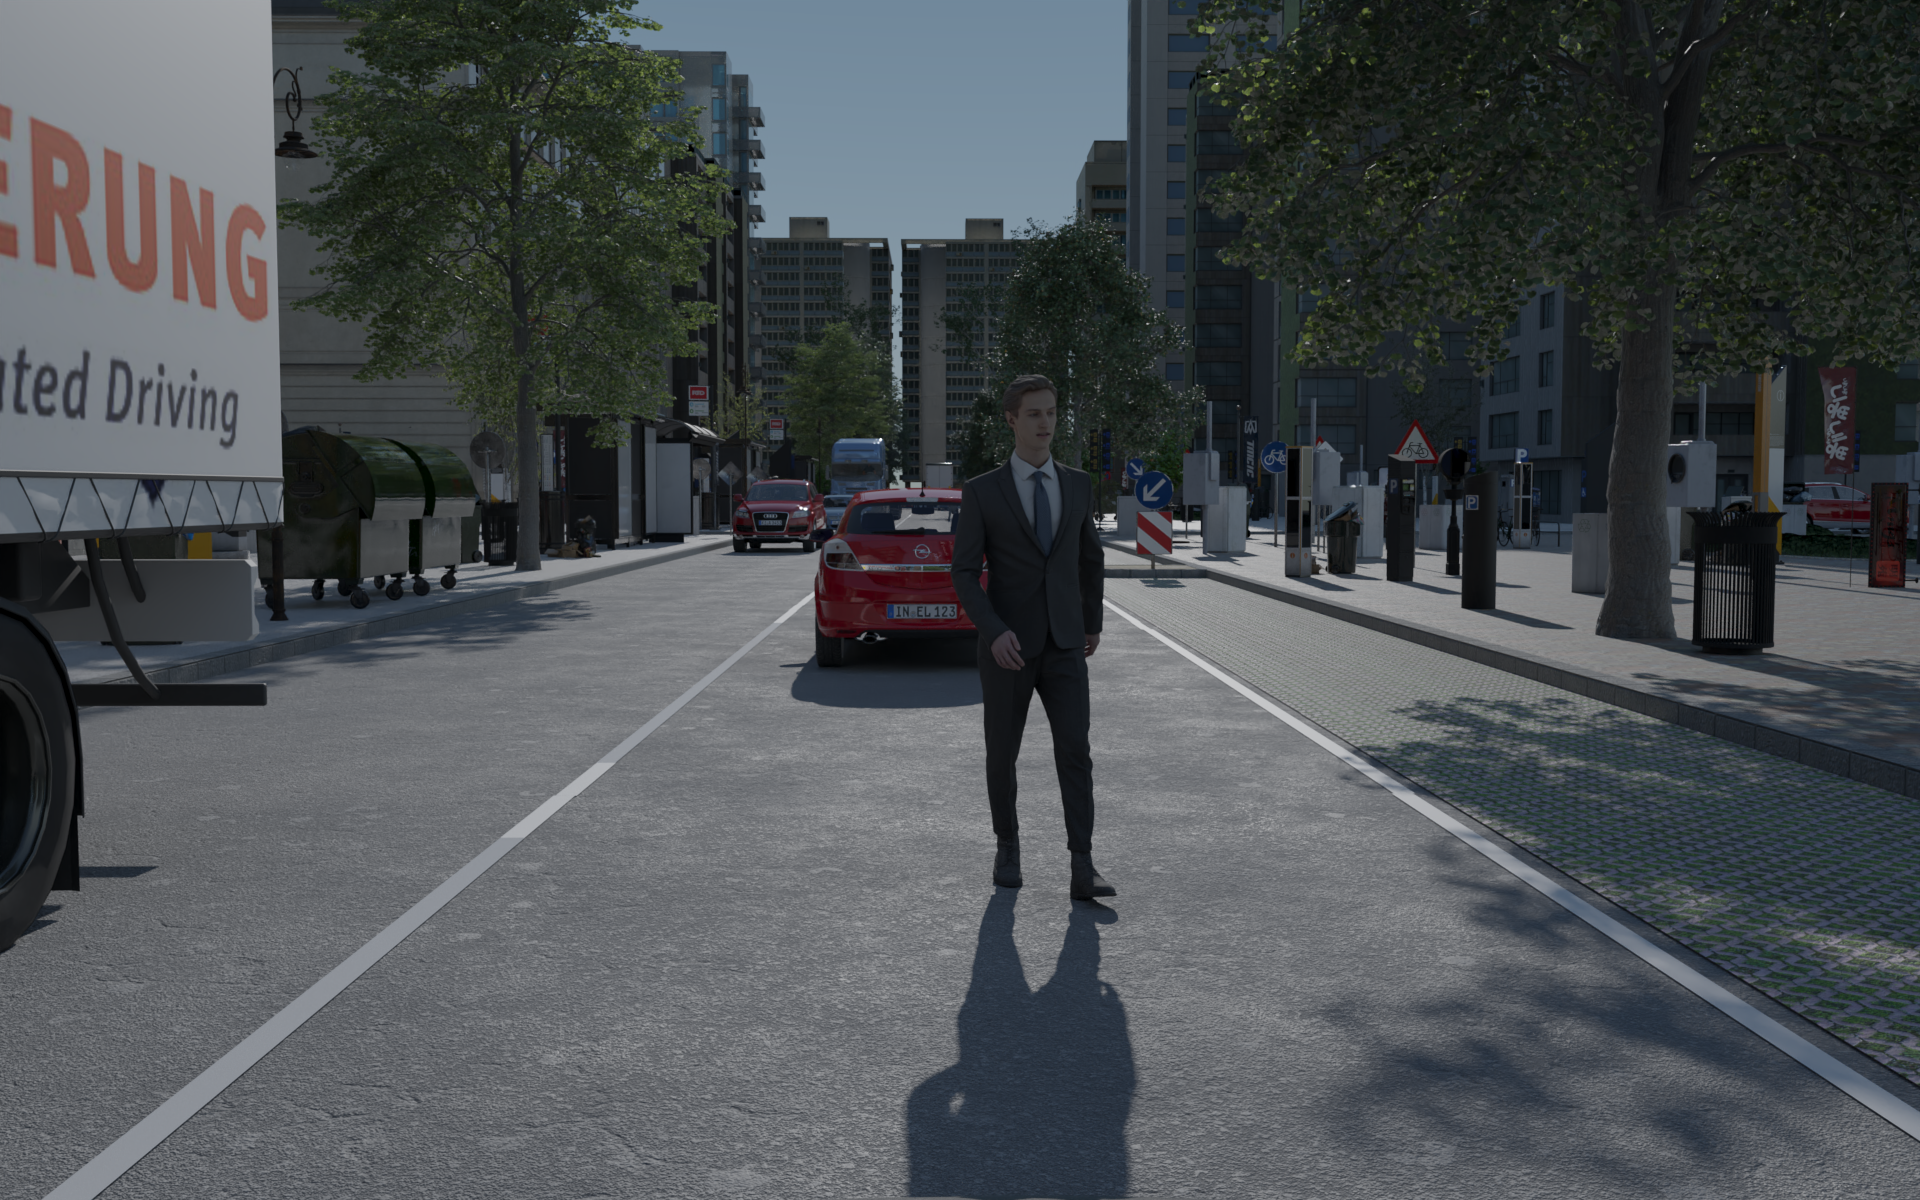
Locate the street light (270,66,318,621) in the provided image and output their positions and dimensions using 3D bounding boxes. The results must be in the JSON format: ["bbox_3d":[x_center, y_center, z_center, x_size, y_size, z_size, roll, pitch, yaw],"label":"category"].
[{"bbox_3d":[-6.909,-2.728,17.397,0.468,5.910,1.993,0,4,-1],"label":"street light"}]

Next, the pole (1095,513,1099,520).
[{"bbox_3d":[6.731,-5.584,85.134,0.158,3.312,0.155,0,3,0],"label":"pole"}]

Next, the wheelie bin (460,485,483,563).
[{"bbox_3d":[-9.321,-1.489,32.255,0.980,1.594,0.693,2,4,28],"label":"wheelie bin"}]

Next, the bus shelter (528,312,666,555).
[{"bbox_3d":[-8.711,-3.870,40.914,2.179,5.291,8.768,0,4,-1],"label":"bus shelter"}]

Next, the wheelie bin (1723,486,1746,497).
[{"bbox_3d":[30.018,-3.620,67.097,0.693,1.594,0.980,-2,4,-33],"label":"wheelie bin"}]

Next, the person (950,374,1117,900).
[{"bbox_3d":[0.303,0.128,6.187,0.659,1.850,0.755,-1,4,-16],"label":"person"}]

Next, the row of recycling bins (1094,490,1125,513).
[{"bbox_3d":[9.613,-6.684,116.396,3.534,1.692,1.069,-2,4,-31],"label":"row of recycling bins"}]

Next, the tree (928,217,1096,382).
[{"bbox_3d":[4.064,-16.241,121.433,12.611,20.169,13.585,0,3,0],"label":"tree"}]

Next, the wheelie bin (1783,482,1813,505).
[{"bbox_3d":[21.803,-2.293,45.393,0.980,1.594,0.693,2,4,26],"label":"wheelie bin"}]

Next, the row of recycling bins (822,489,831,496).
[{"bbox_3d":[-9.446,-6.807,118.409,3.534,1.692,1.069,3,5,45],"label":"row of recycling bins"}]

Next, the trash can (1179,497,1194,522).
[{"bbox_3d":[10.391,-4.135,79.257,0.748,1.137,0.748,0,3,0],"label":"trash can"}]

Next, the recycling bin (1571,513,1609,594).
[{"bbox_3d":[8.443,-0.609,22.516,0.722,1.027,0.722,3,5,44],"label":"recycling bin"}]

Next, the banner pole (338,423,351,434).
[{"bbox_3d":[-21.628,-4.336,60.910,0.401,3.779,0.863,1,4,14],"label":"banner pole"}]

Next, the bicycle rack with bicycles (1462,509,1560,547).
[{"bbox_3d":[13.540,-1.802,42.844,2.852,0.926,2.925,0,4,-2],"label":"bicycle rack with bicycles"}]

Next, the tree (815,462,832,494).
[{"bbox_3d":[-8.338,-6.735,104.726,1.663,3.219,1.824,0,3,0],"label":"tree"}]

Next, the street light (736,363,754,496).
[{"bbox_3d":[-7.549,-5.397,61.031,0.468,5.910,1.993,0,4,-1],"label":"street light"}]

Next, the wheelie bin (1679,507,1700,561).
[{"bbox_3d":[14.001,-1.571,33.586,0.693,1.594,0.980,2,4,34],"label":"wheelie bin"}]

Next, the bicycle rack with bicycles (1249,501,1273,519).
[{"bbox_3d":[14.672,-4.586,88.366,2.925,0.926,2.852,-1,4,-21],"label":"bicycle rack with bicycles"}]

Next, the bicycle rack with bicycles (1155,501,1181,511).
[{"bbox_3d":[12.779,-5.493,103.187,2.925,0.926,2.852,0,4,5],"label":"bicycle rack with bicycles"}]

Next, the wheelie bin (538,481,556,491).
[{"bbox_3d":[-10.442,-2.170,43.385,0.693,1.594,0.980,0,4,1],"label":"wheelie bin"}]

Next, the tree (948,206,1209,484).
[{"bbox_3d":[4.766,-9.326,69.486,9.611,12.733,9.660,0,3,0],"label":"tree"}]

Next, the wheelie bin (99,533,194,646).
[{"bbox_3d":[-7.027,-0.425,14.863,0.980,1.594,0.693,-1,4,-14],"label":"wheelie bin"}]

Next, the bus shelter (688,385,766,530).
[{"bbox_3d":[-8.948,-5.436,66.514,2.179,5.291,8.768,0,4,-1],"label":"bus shelter"}]

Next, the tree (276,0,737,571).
[{"bbox_3d":[-7.628,-6.786,29.071,7.486,12.596,7.792,0,3,0],"label":"tree"}]

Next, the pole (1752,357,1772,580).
[{"bbox_3d":[11.940,-1.955,25.811,0.158,3.312,0.155,0,3,0],"label":"pole"}]

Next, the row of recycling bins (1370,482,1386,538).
[{"bbox_3d":[12.846,-2.772,52.439,1.069,1.692,3.534,1,4,12],"label":"row of recycling bins"}]

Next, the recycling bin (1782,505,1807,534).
[{"bbox_3d":[19.398,-1.728,40.809,0.722,1.027,0.722,-1,4,-13],"label":"recycling bin"}]

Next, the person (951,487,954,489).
[{"bbox_3d":[-0.416,-5.126,92.411,0.767,1.812,0.694,2,4,28],"label":"person"}]

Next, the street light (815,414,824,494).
[{"bbox_3d":[-8.116,-7.796,100.246,0.468,5.910,1.993,0,4,-1],"label":"street light"}]

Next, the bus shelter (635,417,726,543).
[{"bbox_3d":[-7.879,-3.327,48.328,2.014,3.302,5.546,0,4,-1],"label":"bus shelter"}]

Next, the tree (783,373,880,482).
[{"bbox_3d":[-9.060,-11.565,123.505,7.601,10.594,8.767,-2,4,-35],"label":"tree"}]

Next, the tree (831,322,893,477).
[{"bbox_3d":[-8.238,-11.951,113.532,7.486,12.596,7.792,0,3,0],"label":"tree"}]

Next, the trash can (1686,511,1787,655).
[{"bbox_3d":[6.244,-0.141,13.967,0.748,1.137,0.748,0,3,0],"label":"trash can"}]

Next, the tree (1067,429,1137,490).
[{"bbox_3d":[5.490,-5.825,78.949,4.285,4.588,4.351,0,3,0],"label":"tree"}]

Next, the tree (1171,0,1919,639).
[{"bbox_3d":[6.231,-6.644,15.279,9.857,13.997,8.962,0,3,0],"label":"tree"}]

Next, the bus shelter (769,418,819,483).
[{"bbox_3d":[-9.071,-7.161,94.714,2.179,5.291,8.768,0,4,-1],"label":"bus shelter"}]

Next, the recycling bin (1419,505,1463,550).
[{"bbox_3d":[11.138,-1.685,40.111,0.722,1.027,0.722,-2,4,-35],"label":"recycling bin"}]

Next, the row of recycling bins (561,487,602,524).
[{"bbox_3d":[-16.793,-4.201,75.798,3.534,1.692,1.069,-1,4,-21],"label":"row of recycling bins"}]

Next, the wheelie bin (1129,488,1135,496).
[{"bbox_3d":[9.264,-5.167,92.388,0.980,1.594,0.693,2,4,34],"label":"wheelie bin"}]

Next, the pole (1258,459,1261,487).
[{"bbox_3d":[17.278,-6.489,99.944,0.158,3.312,0.155,0,3,0],"label":"pole"}]

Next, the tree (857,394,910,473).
[{"bbox_3d":[-10.535,-17.274,192.798,12.009,13.543,11.850,0,3,0],"label":"tree"}]

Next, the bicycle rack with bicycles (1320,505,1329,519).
[{"bbox_3d":[17.936,-4.461,86.321,2.925,0.926,2.852,-3,5,-43],"label":"bicycle rack with bicycles"}]

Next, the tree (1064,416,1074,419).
[{"bbox_3d":[4.653,-9.158,100.093,4.737,8.622,4.395,0,3,0],"label":"tree"}]

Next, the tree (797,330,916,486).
[{"bbox_3d":[-8.985,-14.032,136.072,9.857,13.997,8.962,0,3,0],"label":"tree"}]

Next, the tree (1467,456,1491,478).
[{"bbox_3d":[25.722,-5.599,86.148,1.663,3.219,1.824,0,3,0],"label":"tree"}]

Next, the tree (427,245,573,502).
[{"bbox_3d":[-13.402,-6.145,50.832,4.360,8.622,3.978,0,3,0],"label":"tree"}]

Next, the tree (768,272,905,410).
[{"bbox_3d":[-10.875,-18.023,150.565,12.611,20.169,13.585,0,3,0],"label":"tree"}]

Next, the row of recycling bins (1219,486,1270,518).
[{"bbox_3d":[15.065,-5.285,93.524,3.534,1.692,1.069,-1,4,-22],"label":"row of recycling bins"}]

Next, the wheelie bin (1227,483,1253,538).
[{"bbox_3d":[8.134,-2.641,51.095,0.980,1.594,0.693,-1,4,-22],"label":"wheelie bin"}]

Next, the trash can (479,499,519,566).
[{"bbox_3d":[-8.248,-1.189,31.099,0.748,1.137,0.748,0,3,0],"label":"trash can"}]

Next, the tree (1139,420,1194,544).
[{"bbox_3d":[5.393,-3.101,45.303,1.663,3.219,1.824,0,3,0],"label":"tree"}]
